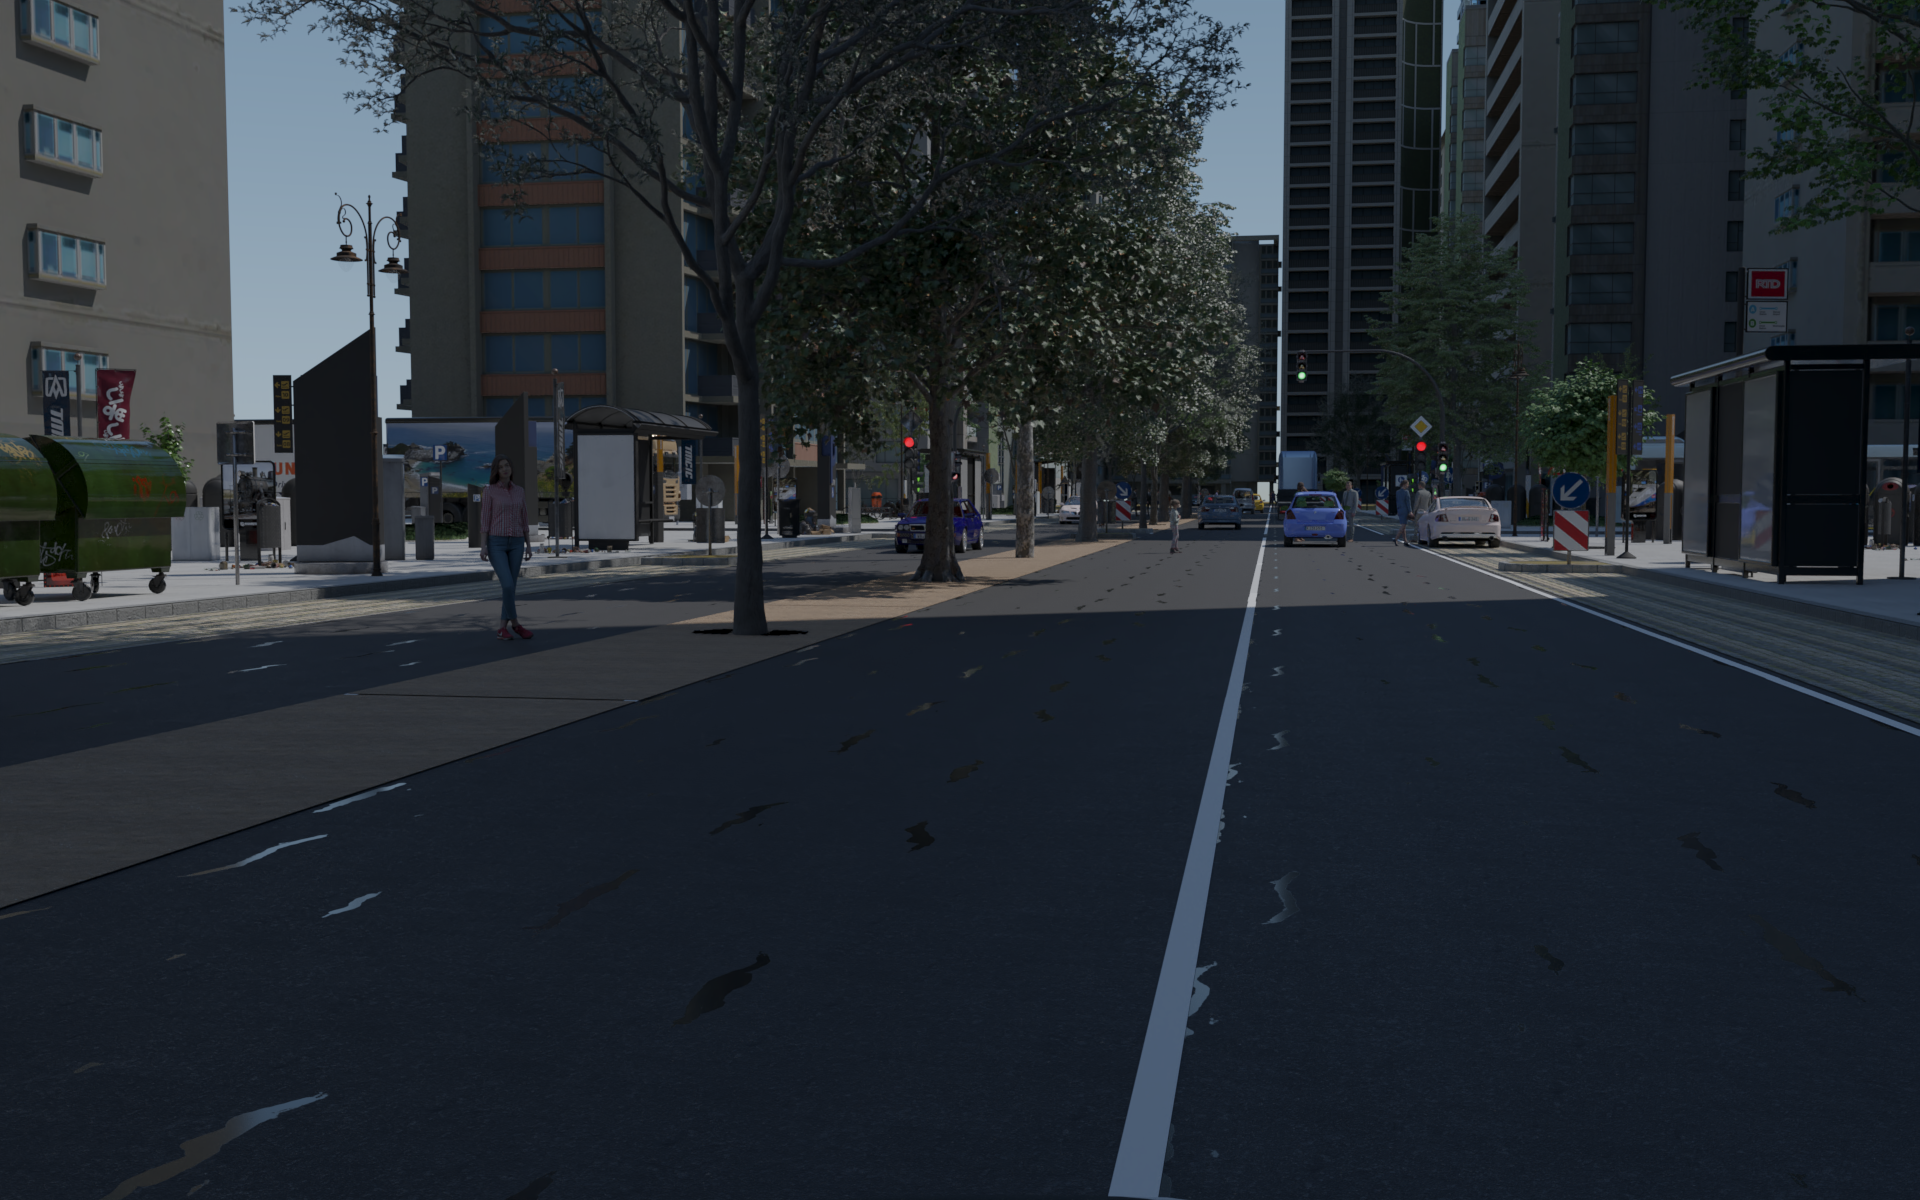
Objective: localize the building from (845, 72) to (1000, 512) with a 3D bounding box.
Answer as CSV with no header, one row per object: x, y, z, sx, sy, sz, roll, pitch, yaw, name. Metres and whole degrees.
-5.092,-27.025,125.449,14.154,41.232,14.086,1,4,10,building

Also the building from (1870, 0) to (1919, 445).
46.222,-27.557,74.262,21.600,48.544,21.300,1,4,10,building

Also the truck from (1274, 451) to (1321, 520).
20.130,-6.920,102.895,2.967,4.110,18.799,1,4,10,truck

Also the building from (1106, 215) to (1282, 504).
33.149,-33.814,244.733,23.993,40.220,32.217,1,4,10,building

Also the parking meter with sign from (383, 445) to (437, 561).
-11.092,-2.278,33.499,1.738,3.016,0.543,-1,4,-15,parking meter with sign

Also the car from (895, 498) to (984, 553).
-0.499,-1.880,43.326,1.945,1.354,3.894,1,4,10,car

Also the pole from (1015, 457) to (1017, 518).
3.005,-5.955,91.210,0.158,3.312,0.155,0,3,0,pole

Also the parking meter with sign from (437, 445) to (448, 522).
-18.562,-3.932,60.545,0.543,3.016,1.738,1,4,13,parking meter with sign

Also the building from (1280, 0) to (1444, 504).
53.951,-48.639,233.507,20.611,71.187,20.563,1,4,10,building

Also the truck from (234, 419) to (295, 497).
-29.314,-4.755,66.655,11.283,4.237,2.839,1,4,11,truck

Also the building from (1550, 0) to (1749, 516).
39.386,-19.721,94.140,14.160,30.474,14.107,1,4,10,building

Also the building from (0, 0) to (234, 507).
-34.565,-25.672,43.441,21.600,48.544,21.300,1,4,10,building

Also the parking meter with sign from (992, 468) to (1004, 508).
2.467,-7.323,115.988,0.543,3.016,1.738,-2,4,-25,parking meter with sign

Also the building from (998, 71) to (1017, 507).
-5.466,-51.598,156.291,22.319,86.520,31.000,1,4,10,building

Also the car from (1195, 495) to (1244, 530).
10.664,-3.615,71.111,2.014,1.417,4.499,1,4,9,car

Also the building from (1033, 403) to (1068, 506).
-1.079,-37.073,195.375,27.495,52.752,28.713,1,4,10,building

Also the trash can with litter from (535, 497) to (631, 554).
-8.328,-1.637,37.818,2.233,1.210,1.678,-1,4,-11,trash can with litter

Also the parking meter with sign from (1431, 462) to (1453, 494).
25.793,-5.945,93.464,1.738,3.016,0.543,0,4,3,parking meter with sign

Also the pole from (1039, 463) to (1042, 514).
5.186,-7.235,112.135,0.158,3.312,0.155,0,3,0,pole

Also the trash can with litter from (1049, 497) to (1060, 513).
6.314,-6.325,114.808,1.055,1.170,0.624,-2,4,-24,trash can with litter

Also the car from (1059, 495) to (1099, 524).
5.884,-4.338,83.283,2.083,1.381,4.827,1,4,10,car

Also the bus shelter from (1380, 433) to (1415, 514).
28.357,-8.220,112.028,2.179,5.291,8.768,1,4,10,bus shelter

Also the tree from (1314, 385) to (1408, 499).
34.203,-13.040,147.615,8.767,10.594,7.601,1,4,21,tree

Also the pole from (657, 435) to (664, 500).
-10.179,-3.974,58.817,0.158,3.312,0.155,0,3,0,pole

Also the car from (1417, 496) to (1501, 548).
13.630,-2.144,47.410,2.083,1.381,4.827,1,4,9,car

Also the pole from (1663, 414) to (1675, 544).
18.184,-3.093,44.409,0.158,3.312,0.155,0,3,0,pole

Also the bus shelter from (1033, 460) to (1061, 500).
5.754,-7.861,119.813,1.731,3.624,6.357,1,4,10,bus shelter

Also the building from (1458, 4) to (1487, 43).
49.316,-28.396,147.865,14.154,41.232,14.086,1,4,10,building

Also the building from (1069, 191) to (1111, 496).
9.585,-37.833,242.276,21.600,48.544,21.300,1,4,10,building

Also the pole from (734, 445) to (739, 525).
-9.363,-4.827,72.758,0.158,3.312,0.155,0,3,0,pole

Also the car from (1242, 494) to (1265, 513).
21.978,-7.347,130.348,2.015,1.641,3.980,1,4,9,car

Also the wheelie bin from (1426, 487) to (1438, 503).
21.141,-4.274,77.784,0.693,1.594,0.980,2,4,27,wheelie bin

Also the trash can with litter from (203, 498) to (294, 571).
-12.307,-1.155,29.934,1.678,1.210,2.233,1,4,20,trash can with litter

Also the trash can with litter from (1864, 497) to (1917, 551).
21.301,-1.785,40.244,1.678,1.210,2.233,3,4,37,trash can with litter

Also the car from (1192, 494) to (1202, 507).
24.359,-10.318,178.483,2.009,1.686,4.222,1,4,9,car

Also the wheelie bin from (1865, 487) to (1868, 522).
16.722,-1.527,32.876,0.693,1.594,0.980,-1,4,-22,wheelie bin

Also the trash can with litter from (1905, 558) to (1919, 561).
19.280,-1.360,33.288,2.233,1.210,1.678,1,4,16,trash can with litter

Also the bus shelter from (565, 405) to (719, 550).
-7.662,-2.937,41.944,2.014,3.302,5.546,1,4,10,bus shelter

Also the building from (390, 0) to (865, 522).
-17.637,-26.830,93.296,22.147,44.769,28.867,1,4,10,building

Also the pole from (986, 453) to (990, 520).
1.405,-5.658,86.357,0.158,3.312,0.155,0,3,0,pole

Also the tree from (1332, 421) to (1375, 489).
35.989,-12.688,157.814,4.360,8.622,3.978,0,3,0,tree

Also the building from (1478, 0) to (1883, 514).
48.845,-30.414,120.977,21.300,48.544,21.600,1,4,10,building

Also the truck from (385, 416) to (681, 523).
-15.339,-4.575,63.722,11.283,4.237,2.839,1,4,11,truck

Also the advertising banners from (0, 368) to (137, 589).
-12.396,-1.688,23.787,2.074,3.025,0.090,-3,4,-36,advertising banners

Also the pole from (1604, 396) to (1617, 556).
13.544,-2.579,36.014,0.158,3.312,0.155,0,3,0,pole

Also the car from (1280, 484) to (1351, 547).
9.874,-2.357,48.131,1.945,1.707,3.694,1,4,12,car

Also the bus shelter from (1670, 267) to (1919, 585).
13.167,-3.110,28.487,2.179,5.291,8.768,1,4,10,bus shelter

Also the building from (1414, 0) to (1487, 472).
61.098,-53.177,182.118,22.319,86.520,31.000,1,4,10,building

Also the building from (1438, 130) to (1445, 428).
78.896,-39.418,233.718,27.495,52.752,28.713,1,4,10,building

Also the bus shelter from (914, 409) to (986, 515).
-0.573,-6.304,80.705,2.179,5.291,8.768,1,4,10,bus shelter

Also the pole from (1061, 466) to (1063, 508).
7.328,-7.993,124.525,0.158,3.312,0.155,0,3,0,pole

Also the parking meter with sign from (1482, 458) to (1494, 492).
25.836,-5.422,84.905,0.543,3.016,1.738,1,4,14,parking meter with sign
